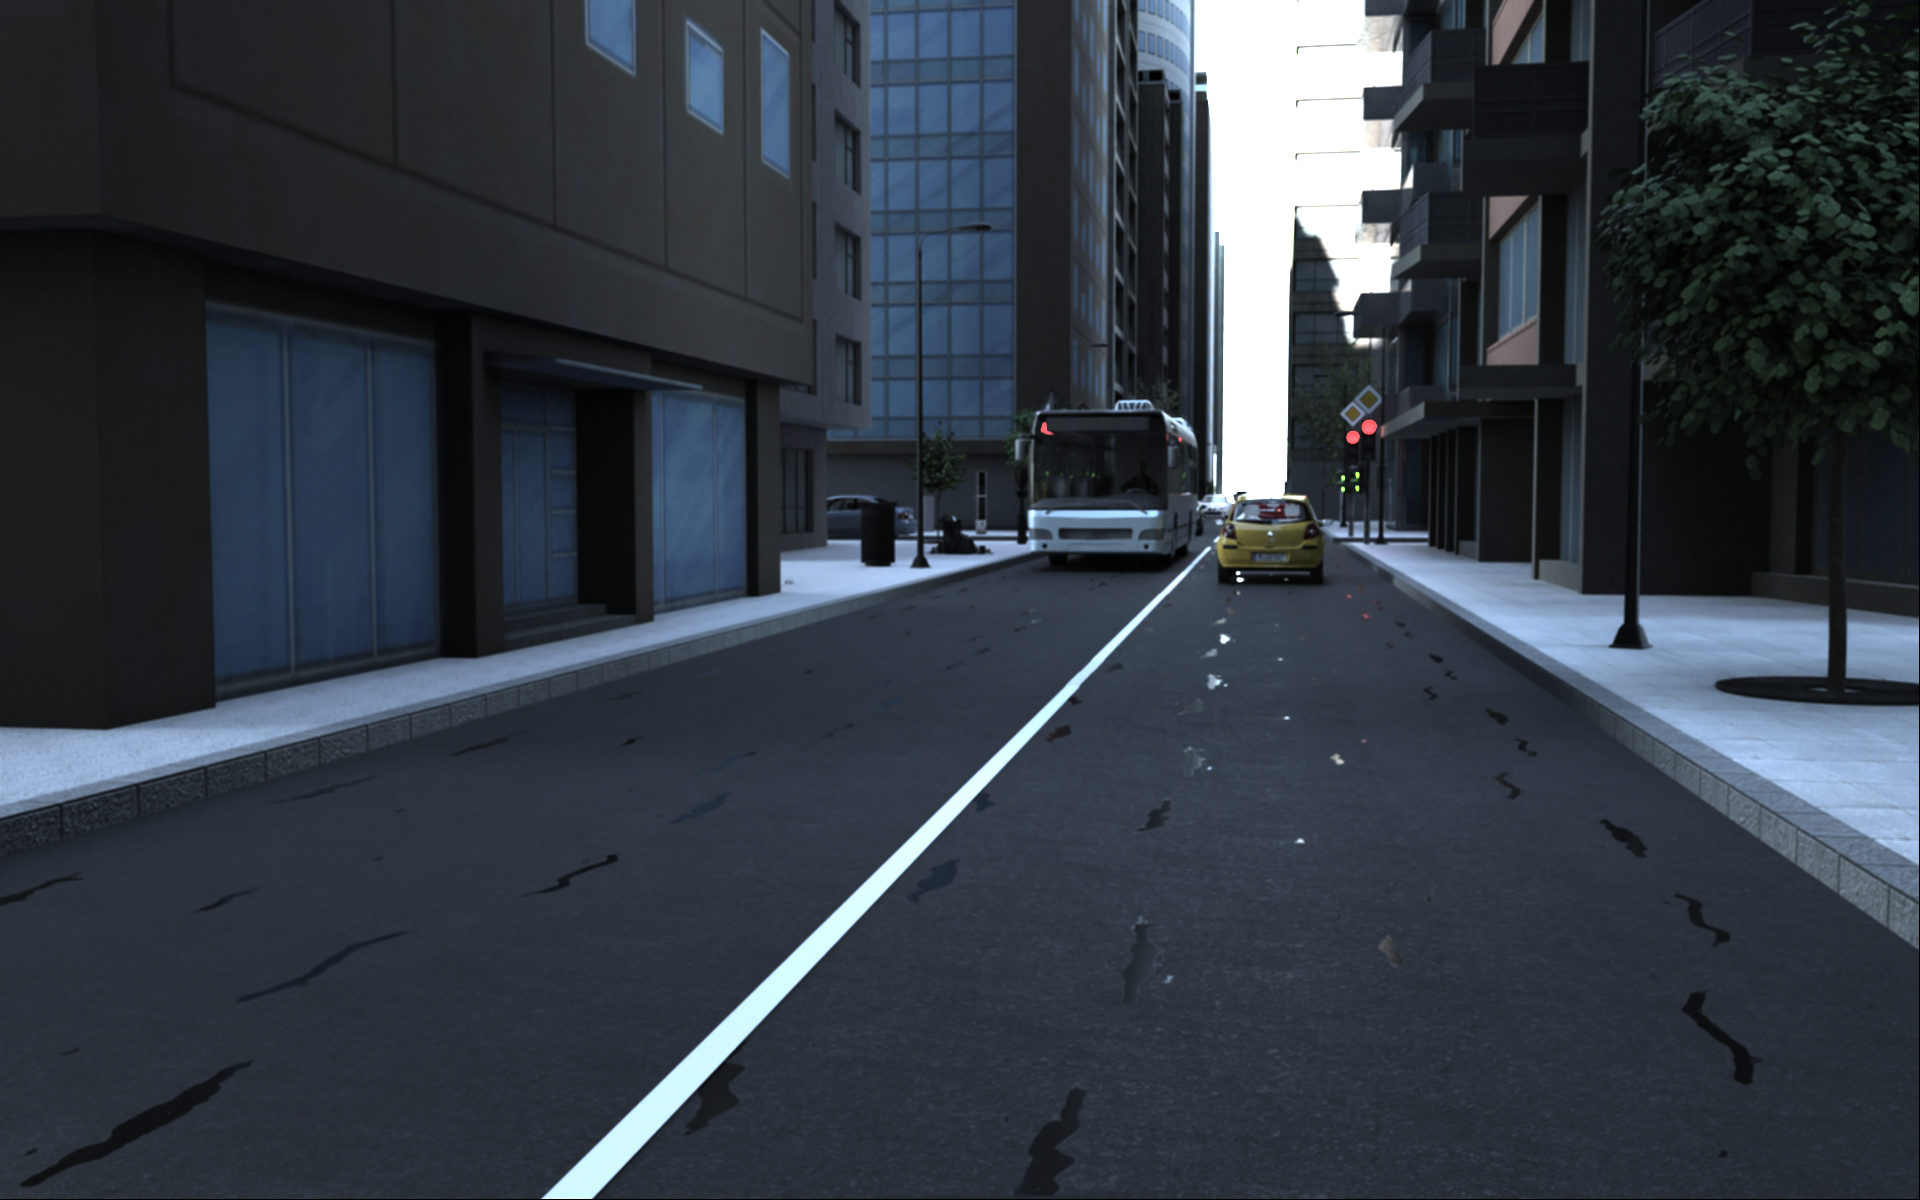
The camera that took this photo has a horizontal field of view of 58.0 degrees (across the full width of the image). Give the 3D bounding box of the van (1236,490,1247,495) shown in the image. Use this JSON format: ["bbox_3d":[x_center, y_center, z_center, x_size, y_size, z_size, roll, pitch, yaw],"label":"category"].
[{"bbox_3d":[43.601,-16.141,268.291,2.240,2.365,5.245,1,4,8],"label":"van"}]

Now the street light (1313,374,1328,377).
[{"bbox_3d":[14.351,-5.784,67.116,1.470,5.913,1.316,1,4,10],"label":"street light"}]

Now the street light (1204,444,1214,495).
[{"bbox_3d":[22.395,-11.430,159.423,1.470,5.913,1.316,1,4,10],"label":"street light"}]

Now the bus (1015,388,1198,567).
[{"bbox_3d":[3.510,-2.586,37.147,2.948,3.499,13.247,1,4,10],"label":"bus"}]

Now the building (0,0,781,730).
[{"bbox_3d":[-9.944,-22.363,15.750,14.600,45.320,14.200,1,4,10],"label":"building"}]

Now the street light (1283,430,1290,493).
[{"bbox_3d":[24.417,-9.377,125.859,1.470,5.913,1.316,1,4,10],"label":"street light"}]

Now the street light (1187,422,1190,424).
[{"bbox_3d":[14.114,-8.515,111.763,1.470,5.913,1.316,1,4,10],"label":"street light"}]

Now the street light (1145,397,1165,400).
[{"bbox_3d":[9.056,-6.737,82.692,1.470,5.913,1.316,1,4,10],"label":"street light"}]

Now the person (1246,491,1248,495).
[{"bbox_3d":[42.056,-14.975,253.276,0.705,1.831,1.348,3,4,38],"label":"person"}]

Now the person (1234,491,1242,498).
[{"bbox_3d":[34.905,-12.707,216.276,1.348,1.821,0.705,1,4,21],"label":"person"}]

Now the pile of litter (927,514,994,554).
[{"bbox_3d":[-0.080,-1.431,37.364,1.176,0.858,1.719,-3,5,-45],"label":"pile of litter"}]

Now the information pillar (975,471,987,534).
[{"bbox_3d":[0.670,-3.095,55.101,0.304,2.012,0.304,-1,4,-11],"label":"information pillar"}]

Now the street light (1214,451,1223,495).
[{"bbox_3d":[27.589,-13.213,188.576,1.470,5.913,1.316,1,4,10],"label":"street light"}]

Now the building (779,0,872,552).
[{"bbox_3d":[-9.692,-21.747,39.164,14.086,41.232,14.154,1,4,10],"label":"building"}]

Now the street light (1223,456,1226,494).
[{"bbox_3d":[31.371,-14.570,210.767,1.470,5.913,1.316,1,4,10],"label":"street light"}]

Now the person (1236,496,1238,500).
[{"bbox_3d":[36.798,-13.356,230.062,0.799,1.438,0.628,2,4,29],"label":"person"}]

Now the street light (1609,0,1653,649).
[{"bbox_3d":[5.079,-2.561,14.406,1.470,5.913,1.316,1,4,10],"label":"street light"}]

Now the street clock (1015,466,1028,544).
[{"bbox_3d":[1.590,-2.436,44.397,0.358,2.002,0.471,-1,4,-18],"label":"street clock"}]

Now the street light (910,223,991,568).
[{"bbox_3d":[-0.160,-3.509,29.920,1.470,5.913,1.316,1,4,10],"label":"street light"}]

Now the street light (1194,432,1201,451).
[{"bbox_3d":[17.243,-9.582,129.204,1.470,5.913,1.316,1,4,10],"label":"street light"}]

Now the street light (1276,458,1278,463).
[{"bbox_3d":[37.806,-14.013,201.655,1.470,5.913,1.316,1,4,10],"label":"street light"}]

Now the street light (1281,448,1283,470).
[{"bbox_3d":[27.603,-10.457,143.518,1.470,5.913,1.316,1,4,10],"label":"street light"}]

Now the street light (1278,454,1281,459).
[{"bbox_3d":[32.683,-12.236,172.595,1.470,5.913,1.316,1,4,10],"label":"street light"}]

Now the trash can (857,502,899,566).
[{"bbox_3d":[-1.464,-1.177,30.890,0.748,1.137,0.748,0,3,0],"label":"trash can"}]

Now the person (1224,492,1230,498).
[{"bbox_3d":[31.152,-11.781,201.917,0.742,1.727,0.445,0,4,-4],"label":"person"}]

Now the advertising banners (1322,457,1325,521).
[{"bbox_3d":[15.787,-4.834,75.231,0.090,3.025,2.074,1,4,12],"label":"advertising banners"}]

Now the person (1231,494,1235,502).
[{"bbox_3d":[36.559,-13.443,231.489,0.799,1.438,0.628,-1,4,-19],"label":"person"}]

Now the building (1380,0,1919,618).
[{"bbox_3d":[18.846,-22.792,27.282,22.147,44.769,28.867,1,4,10],"label":"building"}]

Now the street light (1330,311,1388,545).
[{"bbox_3d":[10.206,-4.377,44.105,1.470,5.913,1.316,1,4,10],"label":"street light"}]

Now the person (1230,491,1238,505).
[{"bbox_3d":[35.515,-13.177,223.952,1.348,1.824,0.705,2,4,33],"label":"person"}]

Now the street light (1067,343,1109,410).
[{"bbox_3d":[3.870,-4.948,53.442,1.470,5.913,1.316,1,4,10],"label":"street light"}]
